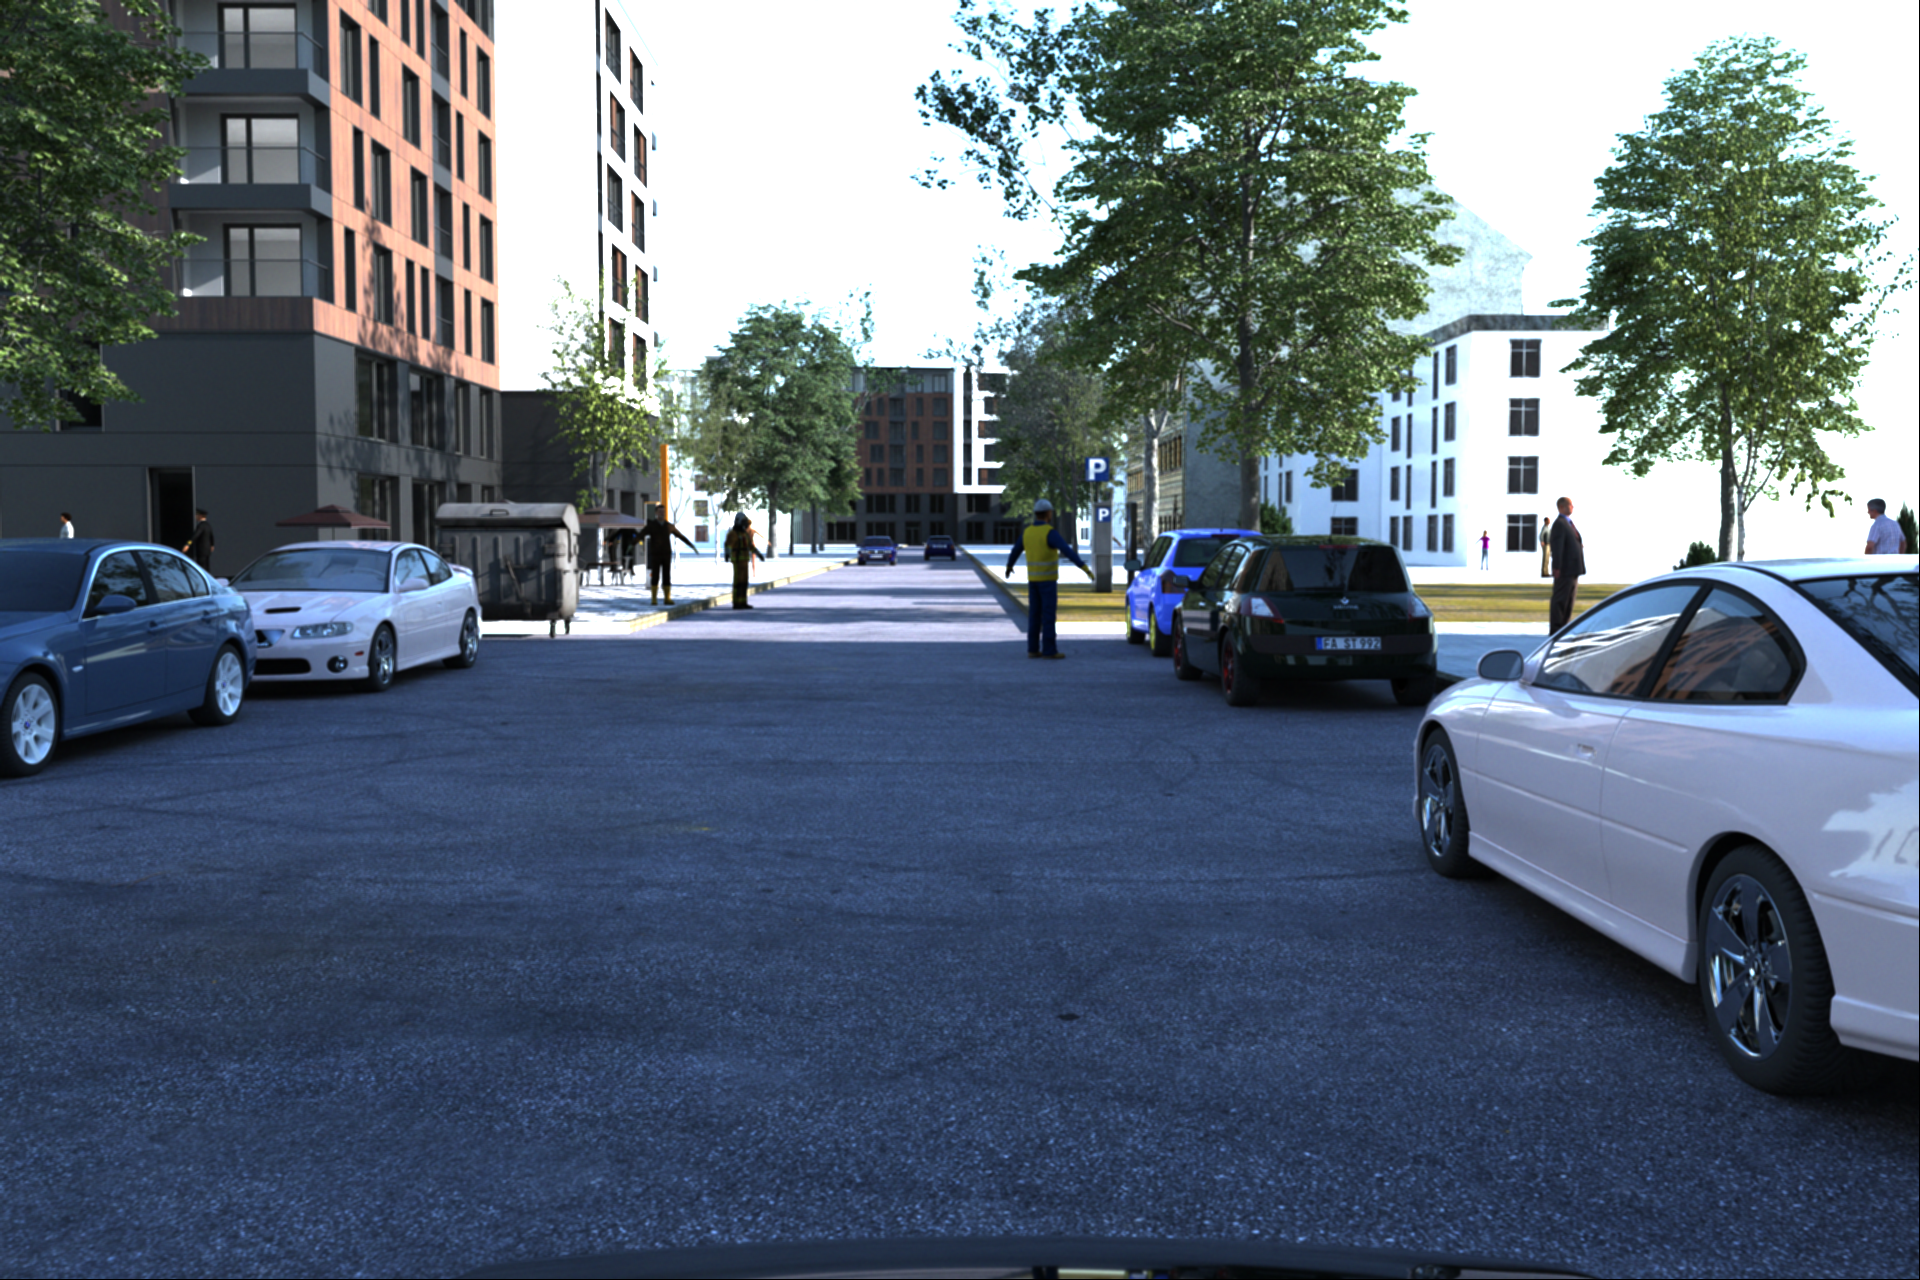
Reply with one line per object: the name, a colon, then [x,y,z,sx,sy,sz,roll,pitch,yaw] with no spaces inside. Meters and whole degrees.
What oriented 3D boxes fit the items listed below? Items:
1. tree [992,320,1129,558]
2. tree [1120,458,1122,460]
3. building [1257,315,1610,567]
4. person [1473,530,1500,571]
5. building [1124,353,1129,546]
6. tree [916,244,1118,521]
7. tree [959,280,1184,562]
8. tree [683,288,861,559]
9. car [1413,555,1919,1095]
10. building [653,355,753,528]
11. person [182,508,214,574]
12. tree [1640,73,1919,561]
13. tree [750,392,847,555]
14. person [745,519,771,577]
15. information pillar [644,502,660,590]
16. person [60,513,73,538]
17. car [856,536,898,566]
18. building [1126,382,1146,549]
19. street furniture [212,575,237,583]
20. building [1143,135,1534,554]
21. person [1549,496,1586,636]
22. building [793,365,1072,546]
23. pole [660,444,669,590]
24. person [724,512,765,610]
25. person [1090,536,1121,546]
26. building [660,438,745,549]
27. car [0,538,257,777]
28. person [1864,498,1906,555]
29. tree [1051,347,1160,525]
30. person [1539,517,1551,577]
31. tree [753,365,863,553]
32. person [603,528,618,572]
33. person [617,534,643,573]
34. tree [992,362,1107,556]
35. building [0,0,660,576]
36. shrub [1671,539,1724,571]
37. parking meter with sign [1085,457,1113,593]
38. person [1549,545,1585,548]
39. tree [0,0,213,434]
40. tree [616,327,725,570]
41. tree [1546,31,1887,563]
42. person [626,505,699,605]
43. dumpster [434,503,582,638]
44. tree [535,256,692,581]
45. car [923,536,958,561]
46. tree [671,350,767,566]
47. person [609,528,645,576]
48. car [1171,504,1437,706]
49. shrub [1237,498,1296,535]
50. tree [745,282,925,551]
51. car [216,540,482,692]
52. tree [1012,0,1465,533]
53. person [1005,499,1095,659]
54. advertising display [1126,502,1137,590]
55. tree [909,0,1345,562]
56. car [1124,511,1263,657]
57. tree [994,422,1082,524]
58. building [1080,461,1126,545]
tree: [5.460,-10.651,92.276,7.486,12.596,7.792,0,3,0]
tree: [20.784,-18.172,222.869,9.928,11.665,9.643,0,3,0]
building: [20.230,-8.455,80.384,9.099,9.664,28.070,0,3,0]
person: [18.461,-3.151,60.784,0.991,1.433,0.599,3,5,42]
building: [21.953,-19.565,176.312,16.016,20.090,11.380,0,4,0]
tree: [3.740,-15.812,114.422,12.611,20.169,13.585,0,3,0]
tree: [5.159,-10.323,79.158,12.009,13.543,11.850,0,3,0]
tree: [-9.917,-11.233,90.311,9.857,13.997,8.962,0,3,0]
car: [2.936,0.400,5.817,2.083,1.381,4.827,0,4,-1]
building: [-28.568,-20.042,184.111,16.016,20.090,11.380,0,4,0]
person: [-16.178,-1.896,36.928,0.705,1.837,1.347,0,4,0]
tree: [12.873,-4.753,28.074,4.737,8.622,4.395,0,3,0]
tree: [-10.064,-10.483,105.815,8.767,10.594,7.601,3,5,45]
person: [-6.229,-2.734,51.500,1.217,1.733,0.721,0,4,5]
information pillar: [-7.125,-2.180,40.143,0.304,2.012,0.304,0,3,0]
person: [-22.113,-2.240,42.818,0.705,1.806,1.347,-2,4,-33]
car: [-3.804,-4.119,79.931,1.945,1.354,3.894,0,4,-1]
building: [24.688,-19.562,150.767,19.493,23.208,18.063,0,3,0]
street furniture: [-14.569,-0.930,30.831,5.734,0.657,10.072,0,4,-7]
building: [21.356,-16.662,103.355,19.493,23.208,18.063,0,4,-1]
person: [7.666,-0.930,21.809,0.434,1.755,0.990,3,5,40]
building: [-4.473,-22.910,221.008,32.646,21.610,27.936,-1,4,-8]
pole: [-6.736,-2.793,39.513,0.158,3.312,0.155,0,3,0]
person: [-4.158,-1.515,33.002,0.705,1.858,1.354,2,4,24]
person: [4.305,-2.792,51.773,1.348,1.813,0.705,-3,5,-44]
building: [-25.030,-13.678,165.775,9.099,9.664,28.070,0,3,0]
car: [-6.340,0.017,11.725,2.014,1.417,4.499,0,3,0]
person: [10.893,-0.831,20.561,0.756,1.711,0.436,-1,4,-23]
tree: [5.133,-7.109,66.599,4.360,8.622,3.978,0,3,0]
person: [17.384,-2.752,51.272,0.705,1.796,1.348,3,4,38]
tree: [-10.289,-12.146,116.708,7.486,12.596,7.792,0,3,0]
person: [-11.696,-3.178,58.181,0.704,1.802,1.346,0,4,8]
person: [-10.822,-3.067,56.617,1.216,1.772,0.721,3,5,39]
tree: [5.433,-10.738,101.318,9.928,11.665,9.643,0,3,0]
building: [-26.938,-13.178,59.441,27.936,21.610,32.646,0,4,-1]
shrub: [14.849,-1.449,34.813,1.383,1.207,1.383,0,3,0]
parking meter with sign: [3.139,-2.589,38.592,0.543,3.016,1.738,0,4,-2]
person: [16.326,-2.501,46.743,1.347,1.847,0.705,-2,4,-31]
tree: [-12.613,-6.249,20.306,7.486,12.596,7.792,0,3,0]
tree: [-10.108,-6.816,61.800,4.360,8.622,3.978,0,3,0]
tree: [17.516,-7.464,40.169,7.486,12.596,7.792,0,3,0]
person: [-5.400,-1.541,31.329,1.346,1.812,0.704,-2,4,-26]
dumpster: [-6.316,-0.980,24.236,1.865,1.857,1.264,0,4,-1]
tree: [-9.657,-5.913,47.048,4.737,8.622,4.395,0,3,0]
car: [-1.092,-5.052,95.178,1.945,1.354,3.894,0,4,0]
tree: [-9.693,-7.261,69.086,4.360,8.622,3.978,0,3,0]
person: [-10.205,-2.880,53.276,1.347,1.806,0.705,1,4,12]
car: [3.025,-0.370,15.833,2.009,1.686,4.222,0,4,-2]
shrub: [6.558,-2.042,37.421,1.661,2.075,1.752,0,3,0]
tree: [-9.122,-16.742,129.618,12.611,20.169,13.585,0,3,0]
car: [-6.144,-0.295,17.180,2.083,1.381,4.827,0,3,0]
tree: [4.770,-6.826,29.739,7.486,12.596,7.792,0,3,0]
person: [0.976,-0.707,19.983,1.349,1.833,0.705,3,5,45]
advertising display: [3.482,-1.835,35.210,0.123,1.923,0.974,0,4,-1]
tree: [4.293,-11.729,47.656,12.611,20.169,13.585,0,3,0]
car: [3.048,-0.731,21.547,1.945,1.707,3.694,0,4,-1]
tree: [5.793,-12.839,128.040,7.486,12.596,7.792,0,3,0]
building: [19.243,-15.646,197.967,9.099,9.664,28.070,0,4,-1]
